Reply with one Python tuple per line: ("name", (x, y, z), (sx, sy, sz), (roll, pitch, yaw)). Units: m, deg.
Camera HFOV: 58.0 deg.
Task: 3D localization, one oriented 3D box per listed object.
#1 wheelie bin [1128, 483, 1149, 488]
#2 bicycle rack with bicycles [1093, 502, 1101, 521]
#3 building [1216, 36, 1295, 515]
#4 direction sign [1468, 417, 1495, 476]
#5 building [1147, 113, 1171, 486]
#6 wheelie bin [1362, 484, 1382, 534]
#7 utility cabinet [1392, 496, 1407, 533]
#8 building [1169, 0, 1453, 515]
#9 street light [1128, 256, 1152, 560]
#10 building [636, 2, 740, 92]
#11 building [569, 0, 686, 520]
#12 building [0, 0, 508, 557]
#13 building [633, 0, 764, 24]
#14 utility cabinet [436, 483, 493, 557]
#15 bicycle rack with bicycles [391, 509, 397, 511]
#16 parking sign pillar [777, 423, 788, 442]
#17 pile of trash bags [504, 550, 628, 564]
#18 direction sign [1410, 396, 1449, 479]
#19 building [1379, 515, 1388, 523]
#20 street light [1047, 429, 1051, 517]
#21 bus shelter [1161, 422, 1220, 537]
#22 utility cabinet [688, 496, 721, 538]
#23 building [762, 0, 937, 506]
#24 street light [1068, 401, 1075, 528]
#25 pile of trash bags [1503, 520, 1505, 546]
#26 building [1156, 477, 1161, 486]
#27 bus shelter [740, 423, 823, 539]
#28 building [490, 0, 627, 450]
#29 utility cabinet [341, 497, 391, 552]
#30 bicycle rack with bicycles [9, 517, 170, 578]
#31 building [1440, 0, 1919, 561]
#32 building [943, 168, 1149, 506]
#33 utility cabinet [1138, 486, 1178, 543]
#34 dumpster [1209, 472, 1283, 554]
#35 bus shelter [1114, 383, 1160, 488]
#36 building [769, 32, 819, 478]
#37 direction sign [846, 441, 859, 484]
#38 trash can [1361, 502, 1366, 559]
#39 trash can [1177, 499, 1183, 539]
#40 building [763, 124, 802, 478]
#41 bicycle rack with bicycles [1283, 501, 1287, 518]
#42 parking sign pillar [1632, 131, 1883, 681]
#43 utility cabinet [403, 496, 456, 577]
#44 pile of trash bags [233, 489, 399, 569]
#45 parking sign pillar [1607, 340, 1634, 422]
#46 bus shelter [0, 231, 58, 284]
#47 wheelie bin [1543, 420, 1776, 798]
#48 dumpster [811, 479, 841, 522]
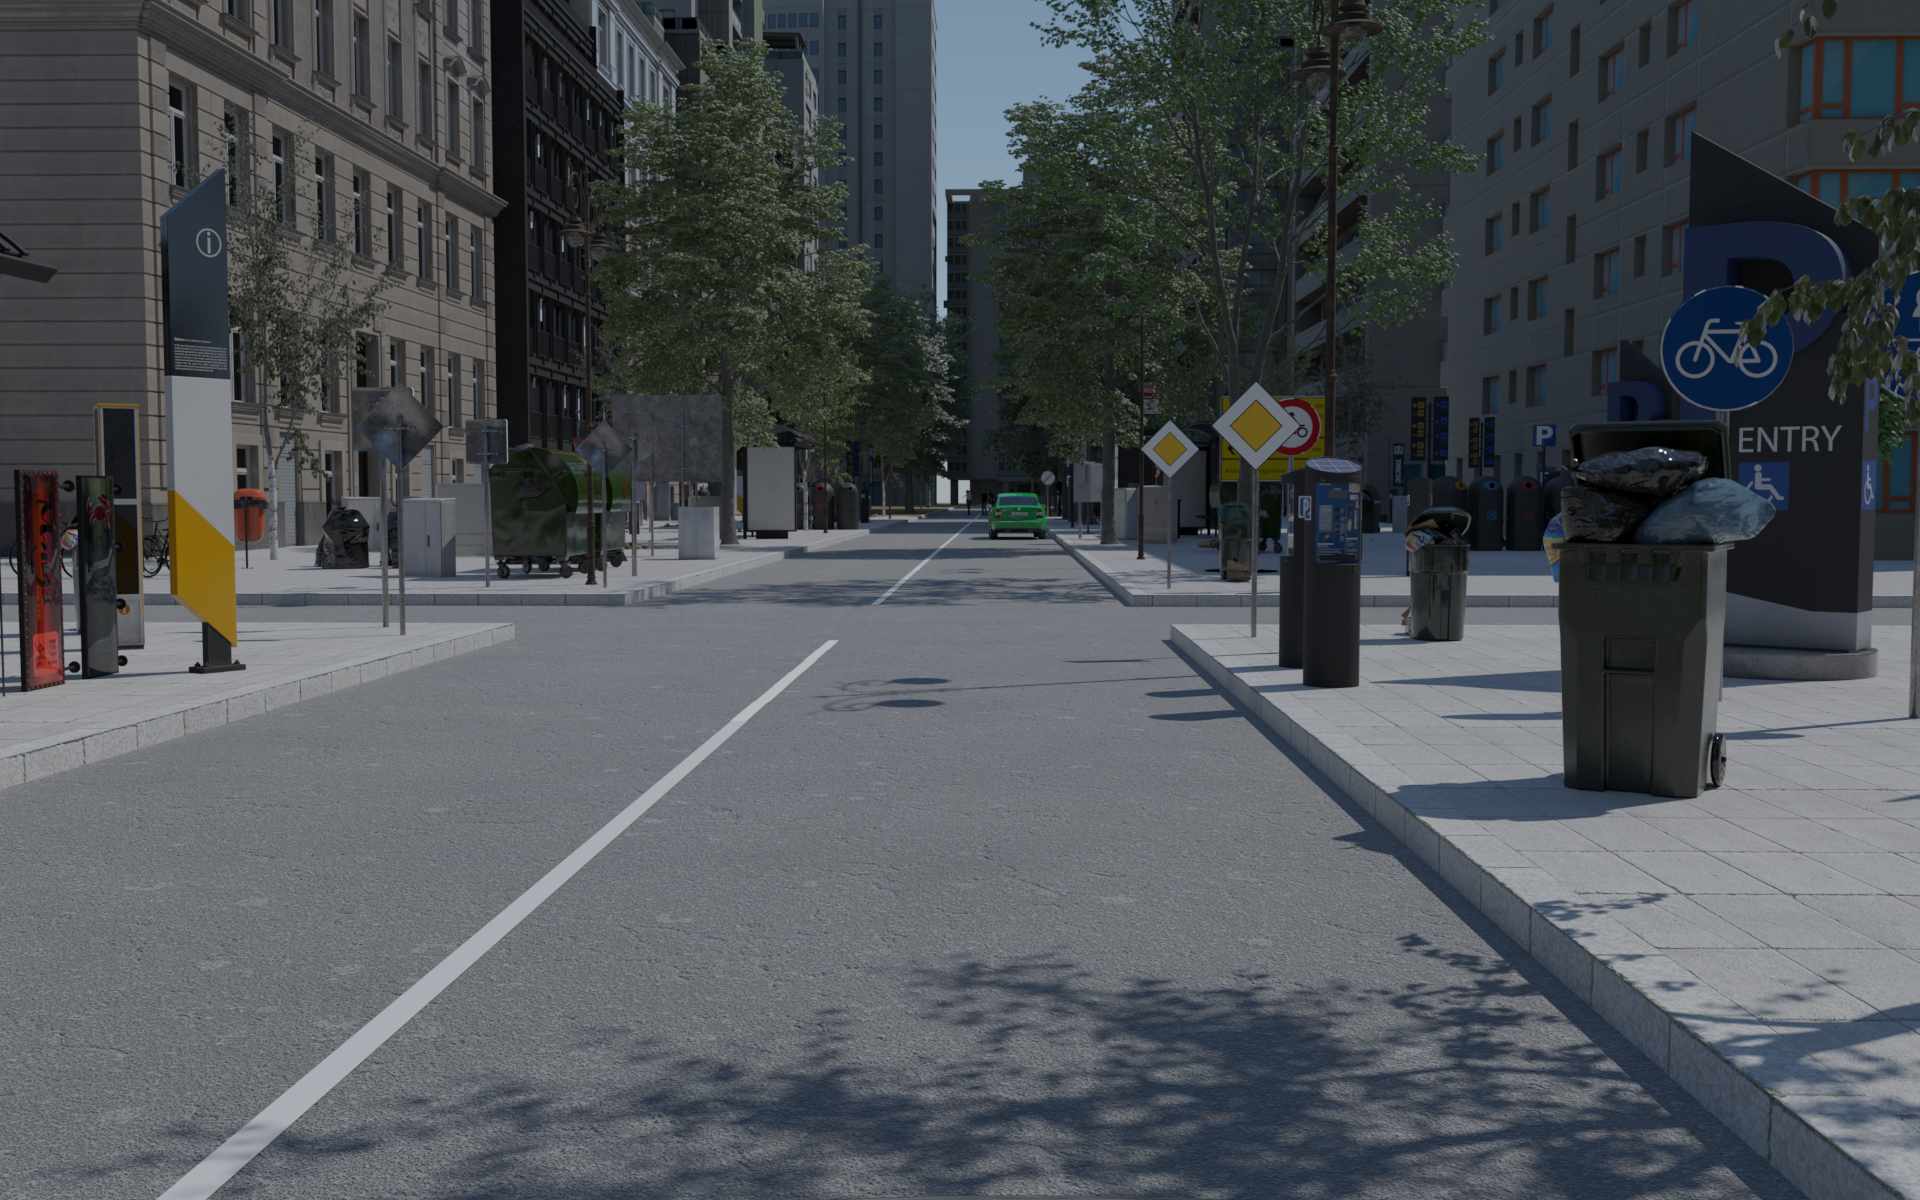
("wheelie bin", (5.220, -2.638, 51.035), (0.980, 1.594, 0.693), (-1, 4, -14))
("bicycle rack with bicycles", (6.838, -4.230, 82.544), (2.852, 0.926, 2.925), (0, 4, -5))
("building", (23.656, -20.892, 113.283), (14.160, 30.474, 14.107), (0, 4, 1))
("direction sign", (15.409, -3.622, 51.222), (0.379, 3.537, 0.876), (-3, 4, -38))
("building", (29.055, -33.583, 199.187), (14.200, 45.320, 14.600), (0, 4, 1))
("wheelie bin", (13.328, -2.976, 56.558), (0.693, 1.594, 0.980), (3, 4, 37))
("utility cabinet", (14.790, -2.811, 57.129), (1.020, 1.237, 0.306), (3, 4, 39))
("building", (27.493, -30.994, 130.461), (21.300, 48.544, 21.600), (0, 4, 1))
("street light", (3.548, -3.731, 33.790), (0.468, 5.910, 1.993), (0, 4, 1))
("building", (-21.360, -20.454, 106.127), (14.160, 30.474, 14.107), (0, 4, 1))
("building", (-21.828, -18.291, 84.958), (13.634, 28.700, 20.117), (0, 4, 1))
("building", (-21.678, -15.245, 46.522), (12.463, 27.353, 25.104), (0, 4, 1))
("building", (-21.390, -26.690, 119.978), (14.154, 41.232, 14.086), (0, 4, 1))
("utility cabinet", (-10.015, -1.621, 35.187), (1.173, 1.500, 0.318), (-2, 4, -26))
("bicycle rack with bicycles", (-13.181, -1.718, 41.469), (2.852, 0.926, 2.925), (1, 4, 18))
("parking sign pillar", (-6.648, -4.788, 66.758), (1.447, 3.967, 1.447), (1, 4, 11))
("pile of trash bags", (-7.222, -1.425, 33.044), (1.912, 1.369, 3.447), (1, 4, 11))
("direction sign", (10.919, -2.956, 40.329), (0.876, 3.537, 0.379), (2, 4, 32))
("building", (29.170, -28.304, 86.473), (21.300, 48.544, 21.600), (0, 4, 1))
("street light", (5.099, -7.669, 98.171), (0.468, 5.910, 1.993), (0, 4, 1))
("bus shelter", (6.961, -3.513, 51.353), (2.014, 3.302, 5.546), (0, 4, 1))
("utility cabinet", (-7.412, -2.408, 50.525), (1.020, 1.237, 0.306), (-3, 4, -36))
("building", (-16.853, -40.433, 203.073), (28.212, 58.520, 21.231), (0, 4, 1))
("street light", (4.300, -5.700, 65.977), (0.468, 5.910, 1.993), (0, 4, 1))
("pile of trash bags", (12.645, -2.025, 42.856), (1.912, 1.369, 3.447), (2, 4, 30))
("building", (28.429, -43.582, 150.818), (20.563, 71.187, 20.611), (0, 4, 1))
("bus shelter", (-5.382, -3.549, 51.950), (2.014, 3.302, 5.546), (0, 4, 1))
("building", (-20.785, -14.520, 67.086), (12.332, 23.373, 15.834), (0, 4, 1))
("utility cabinet", (-13.182, -1.672, 38.492), (1.020, 1.237, 0.306), (-3, 5, -44))
("bicycle rack with bicycles", (-12.780, -0.827, 26.902), (2.925, 0.926, 2.852), (2, 4, 24))
("building", (30.937, -12.305, 46.224), (28.899, 21.520, 27.650), (0, 4, 1))
("building", (10.180, -31.586, 208.308), (23.993, 40.220, 32.217), (0, 4, 1))
("utility cabinet", (5.165, -2.242, 45.336), (0.318, 1.500, 1.173), (-3, 4, -38))
("dumpster", (6.351, -2.179, 38.116), (1.502, 2.255, 1.985), (0, 4, 2))
("bus shelter", (6.059, -5.037, 59.992), (2.179, 5.291, 8.768), (0, 4, 1))
("building", (-20.107, -28.934, 156.672), (14.086, 41.232, 14.154), (0, 4, 1))
("direction sign", (-4.602, -5.040, 74.406), (0.379, 3.537, 0.876), (2, 4, 32))
("trash can", (7.261, -1.280, 32.583), (0.748, 1.137, 0.748), (0, 3, 0))
("trash can", (5.730, -2.191, 47.476), (0.748, 1.137, 0.748), (0, 3, 0))
("building", (-20.150, -22.202, 134.699), (14.160, 30.474, 14.107), (0, 4, 1))
("bicycle rack with bicycles", (16.538, -4.698, 90.194), (2.852, 0.926, 2.925), (-2, 4, -28))
("parking sign pillar", (5.865, -1.469, 12.486), (1.447, 3.967, 1.447), (3, 5, 41))
("utility cabinet", (-8.304, -0.972, 27.047), (1.020, 1.237, 0.306), (3, 4, 37))
("pile of trash bags", (-10.936, -1.255, 30.268), (3.447, 1.369, 1.912), (-1, 4, -11))
("parking sign pillar", (11.669, -2.520, 29.672), (1.447, 3.967, 1.447), (-1, 4, -20))
("bus shelter", (-7.388, -0.950, 9.463), (2.014, 3.302, 5.546), (0, 4, 1))
("wheelie bin", (3.001, 0.022, 7.541), (0.980, 1.594, 0.693), (2, 4, 32))
("dumpster", (-4.960, -3.651, 65.447), (1.264, 1.857, 1.865), (0, 4, 1))
